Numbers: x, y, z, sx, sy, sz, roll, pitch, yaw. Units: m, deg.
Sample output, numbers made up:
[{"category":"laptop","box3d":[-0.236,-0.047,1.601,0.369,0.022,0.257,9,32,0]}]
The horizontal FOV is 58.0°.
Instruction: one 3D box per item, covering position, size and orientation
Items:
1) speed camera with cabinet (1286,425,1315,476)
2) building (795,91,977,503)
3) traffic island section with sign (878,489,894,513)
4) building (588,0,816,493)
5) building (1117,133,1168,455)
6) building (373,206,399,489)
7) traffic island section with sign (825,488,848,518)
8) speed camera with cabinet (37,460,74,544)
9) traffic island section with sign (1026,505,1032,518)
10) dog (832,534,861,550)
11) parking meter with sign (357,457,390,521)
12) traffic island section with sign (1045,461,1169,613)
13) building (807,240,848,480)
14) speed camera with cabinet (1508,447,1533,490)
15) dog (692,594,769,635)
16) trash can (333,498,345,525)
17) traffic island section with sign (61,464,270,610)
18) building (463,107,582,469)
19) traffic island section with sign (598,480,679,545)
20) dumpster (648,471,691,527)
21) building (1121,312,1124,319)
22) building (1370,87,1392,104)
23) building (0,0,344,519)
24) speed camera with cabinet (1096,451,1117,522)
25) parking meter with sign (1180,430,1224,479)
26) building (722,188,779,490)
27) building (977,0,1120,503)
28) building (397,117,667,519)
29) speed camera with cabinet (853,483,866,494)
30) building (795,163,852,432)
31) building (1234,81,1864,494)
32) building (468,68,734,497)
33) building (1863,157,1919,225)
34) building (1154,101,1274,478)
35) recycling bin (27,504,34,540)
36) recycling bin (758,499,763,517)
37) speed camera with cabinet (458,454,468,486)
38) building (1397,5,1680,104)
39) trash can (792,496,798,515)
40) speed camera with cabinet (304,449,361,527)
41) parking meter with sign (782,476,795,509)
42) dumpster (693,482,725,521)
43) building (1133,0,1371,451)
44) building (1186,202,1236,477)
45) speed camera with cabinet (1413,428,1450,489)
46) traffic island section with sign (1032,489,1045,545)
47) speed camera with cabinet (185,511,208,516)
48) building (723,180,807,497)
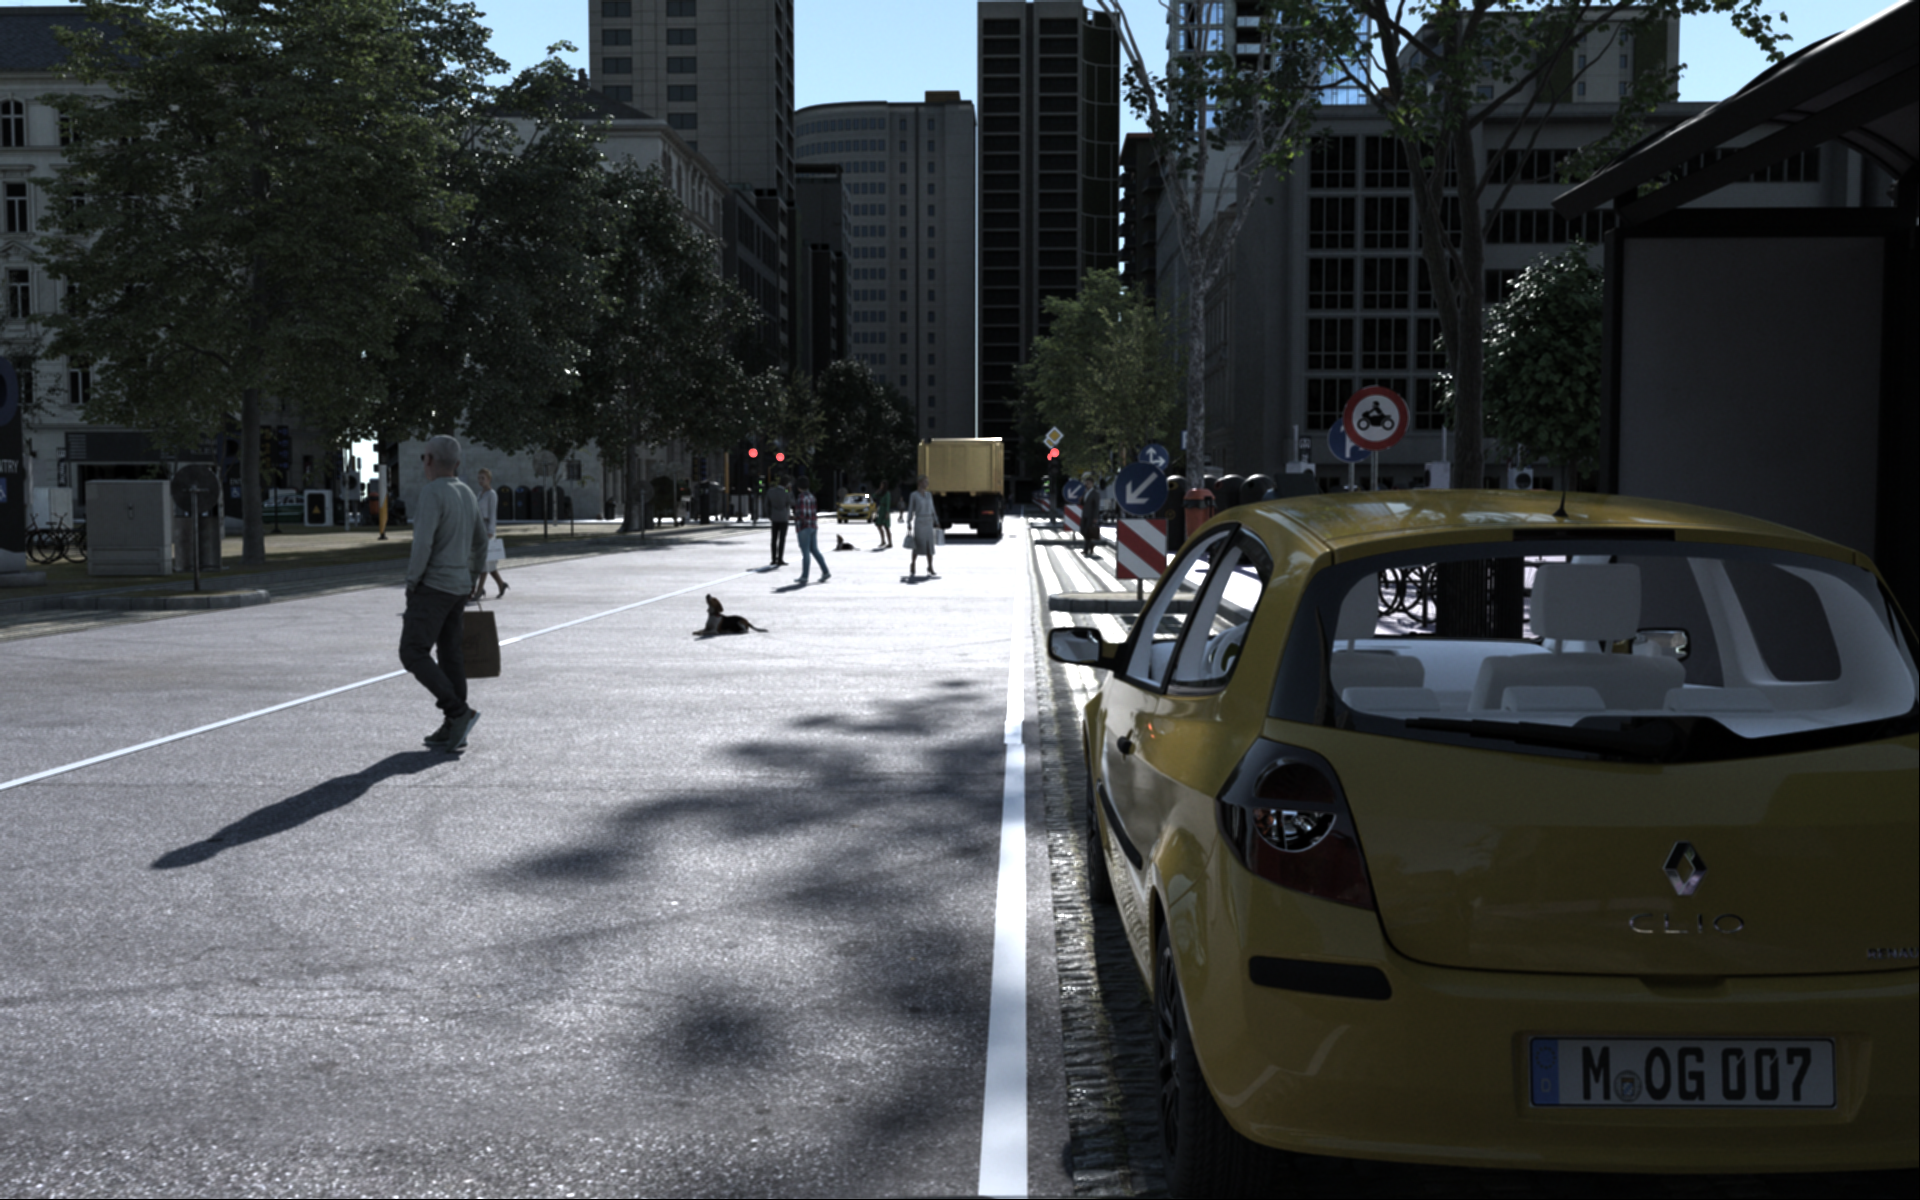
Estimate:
[{"category":"speed camera with cabinet","box3d":[9.205,-3.340,48.943,2.038,3.252,0.660,-3,5,-42]},{"category":"building","box3d":[-11.735,-43.700,256.500,28.212,58.520,21.231,0,4,2]},{"category":"traffic island section with sign","box3d":[-6.043,-7.554,132.128,1.989,1.847,2.006,0,4,2]},{"category":"building","box3d":[-25.683,-45.340,179.565,20.563,71.187,20.611,0,4,2]},{"category":"building","box3d":[30.150,-33.785,207.005,22.147,44.769,28.867,0,4,2]},{"category":"building","box3d":[-64.567,-34.724,217.843,14.200,45.320,14.600,0,4,2]},{"category":"traffic island section with sign","box3d":[-7.050,-5.872,104.634,1.989,1.847,2.006,0,4,2]},{"category":"speed camera with cabinet","box3d":[-22.984,-3.000,43.380,2.038,3.252,0.660,3,4,38]},{"category":"traffic island section with sign","box3d":[5.100,-5.844,104.185,1.989,1.847,2.006,0,4,2]},{"category":"dog","box3d":[-2.898,-1.469,44.212,0.748,0.427,0.550,0,4,-1]},{"category":"parking meter with sign","box3d":[-27.698,-5.269,82.403,1.738,3.016,0.543,-1,4,-9]},{"category":"traffic island section with sign","box3d":[2.109,-0.799,21.693,1.989,1.847,2.006,0,4,2]},{"category":"building","box3d":[-20.522,-26.071,197.959,14.160,30.474,14.107,0,4,2]},{"category":"speed camera with cabinet","box3d":[18.615,-3.992,59.612,2.038,3.252,0.660,0,4,-4]},{"category":"dog","box3d":[-2.355,0.145,17.814,0.748,0.427,0.550,0,4,1]},{"category":"trash can","box3d":[-25.467,-3.644,71.230,0.748,1.137,0.748,0,3,0]},{"category":"traffic island section with sign","box3d":[-10.046,-0.831,22.216,1.989,1.847,2.006,0,4,2]},{"category":"building","box3d":[-61.430,-43.800,258.121,28.212,58.520,21.231,0,4,2]},{"category":"traffic island section with sign","box3d":[-9.065,-2.479,49.153,1.989,1.847,2.006,0,4,2]},{"category":"dumpster","box3d":[-11.567,-4.038,68.515,1.502,2.255,1.985,0,4,2]},{"category":"building","box3d":[30.634,-29.413,252.603,14.107,30.474,14.160,0,4,2]},{"category":"building","box3d":[52.719,-43.567,254.311,28.212,58.520,21.231,0,4,2]},{"category":"building","box3d":[-58.733,-19.568,96.349,44.131,29.872,17.030,0,4,2]},{"category":"speed camera with cabinet","box3d":[6.402,-5.201,79.376,0.660,3.252,2.038,-2,4,-27]},{"category":"parking meter with sign","box3d":[6.877,-3.136,47.537,1.738,3.016,0.543,-2,4,-34]},{"category":"building","box3d":[-23.286,-21.227,140.566,14.314,27.812,24.014,0,4,2]},{"category":"building","box3d":[13.041,-49.938,254.740,20.611,71.187,20.563,0,4,2]},{"category":"building","box3d":[-23.292,-14.793,96.615,10.420,20.320,16.860,0,4,2]},{"category":"speed camera with cabinet","box3d":[-9.356,-9.823,154.946,2.038,3.252,0.660,-3,4,-38]},{"category":"building","box3d":[-20.781,-32.573,216.170,14.086,41.232,14.154,0,4,2]},{"category":"building","box3d":[30.673,-16.772,93.291,30.058,24.678,14.314,0,4,2]},{"category":"building","box3d":[-23.973,-20.148,116.813,14.401,28.519,23.554,0,4,2]},{"category":"building","box3d":[55.573,-16.649,90.226,19.932,24.808,12.078,0,4,2]},{"category":"building","box3d":[22.230,-22.115,139.065,11.434,29.767,29.804,0,4,2]},{"category":"recycling bin","box3d":[-26.348,-2.235,49.097,0.722,1.027,0.722,1,4,19]},{"category":"recycling bin","box3d":[-10.678,-5.075,95.531,0.722,1.027,0.722,-3,5,-39]},{"category":"speed camera with cabinet","box3d":[-24.989,-5.637,86.507,0.660,3.252,2.038,-1,4,-21]},{"category":"building","box3d":[68.659,-40.792,208.947,28.212,58.520,21.231,0,4,2]},{"category":"trash can","box3d":[-9.936,-5.746,105.597,0.748,1.137,0.748,0,3,0]},{"category":"speed camera with cabinet","box3d":[-24.435,-4.469,67.409,2.038,3.252,0.660,-1,4,-11]},{"category":"parking meter with sign","box3d":[-14.592,-9.336,148.902,1.738,3.016,0.543,-2,4,-30]},{"category":"dumpster","box3d":[-11.960,-4.686,82.373,1.264,1.857,1.865,0,4,2]},{"category":"building","box3d":[29.633,-52.774,175.526,22.319,86.520,31.000,0,4,2]},{"category":"building","box3d":[21.535,-16.985,113.861,11.583,22.565,21.152,0,4,2]},{"category":"speed camera with cabinet","box3d":[13.540,-3.396,49.868,0.660,3.252,2.038,0,4,0]},{"category":"traffic island section with sign","box3d":[3.092,-2.452,48.713,1.989,1.847,2.006,0,4,2]},{"category":"speed camera with cabinet","box3d":[-36.970,-5.552,85.118,2.038,3.252,0.660,-1,4,-15]},{"category":"building","box3d":[-22.664,-23.943,163.162,14.160,30.474,14.107,0,4,2]}]
